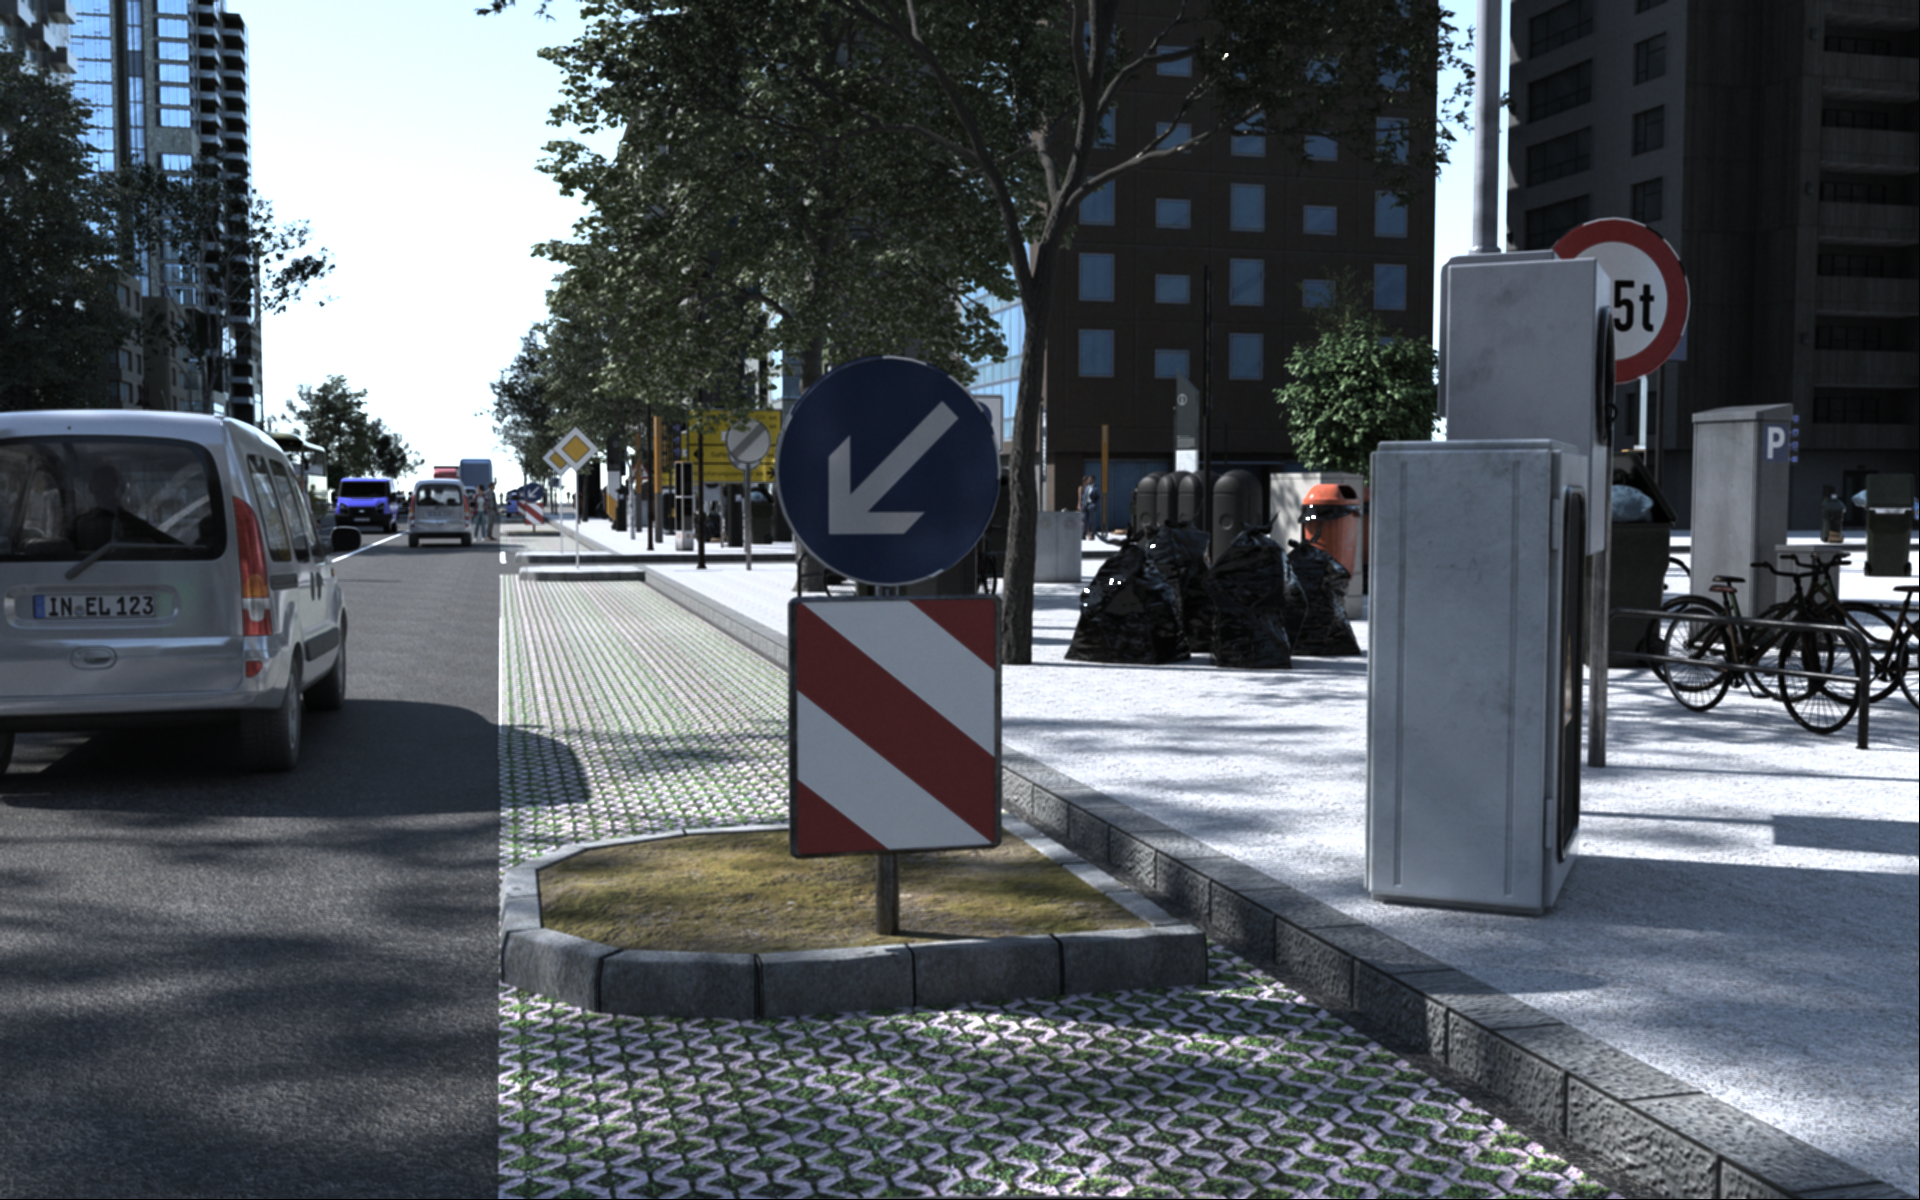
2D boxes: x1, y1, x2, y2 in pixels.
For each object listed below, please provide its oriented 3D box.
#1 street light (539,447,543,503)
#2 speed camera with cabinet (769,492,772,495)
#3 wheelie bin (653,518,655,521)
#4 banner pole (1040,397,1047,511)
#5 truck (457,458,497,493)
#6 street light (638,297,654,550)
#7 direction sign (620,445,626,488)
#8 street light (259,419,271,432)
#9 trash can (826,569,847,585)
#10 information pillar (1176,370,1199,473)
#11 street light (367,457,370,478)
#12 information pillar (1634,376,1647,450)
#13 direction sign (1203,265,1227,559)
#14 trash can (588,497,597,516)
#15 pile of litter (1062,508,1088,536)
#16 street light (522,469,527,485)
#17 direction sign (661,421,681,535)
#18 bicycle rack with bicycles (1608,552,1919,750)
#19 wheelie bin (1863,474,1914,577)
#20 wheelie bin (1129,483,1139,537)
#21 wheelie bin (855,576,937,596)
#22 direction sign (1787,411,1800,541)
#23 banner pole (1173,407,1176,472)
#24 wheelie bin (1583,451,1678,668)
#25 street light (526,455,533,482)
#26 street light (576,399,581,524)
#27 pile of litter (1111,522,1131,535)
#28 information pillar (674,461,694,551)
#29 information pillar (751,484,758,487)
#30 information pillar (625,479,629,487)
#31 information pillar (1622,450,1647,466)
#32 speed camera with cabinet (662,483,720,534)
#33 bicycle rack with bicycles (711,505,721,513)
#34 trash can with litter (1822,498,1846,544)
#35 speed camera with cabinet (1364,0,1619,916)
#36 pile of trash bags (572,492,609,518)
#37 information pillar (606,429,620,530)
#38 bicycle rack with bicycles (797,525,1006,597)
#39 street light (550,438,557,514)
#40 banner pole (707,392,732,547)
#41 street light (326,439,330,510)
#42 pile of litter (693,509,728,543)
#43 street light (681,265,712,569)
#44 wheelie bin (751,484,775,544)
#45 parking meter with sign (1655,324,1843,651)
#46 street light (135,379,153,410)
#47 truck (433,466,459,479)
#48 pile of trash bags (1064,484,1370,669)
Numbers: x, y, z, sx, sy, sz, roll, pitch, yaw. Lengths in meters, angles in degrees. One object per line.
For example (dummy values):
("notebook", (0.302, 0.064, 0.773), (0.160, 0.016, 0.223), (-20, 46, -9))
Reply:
("street light", (-36.127, -10.791, 149.218), (0.468, 5.910, 1.993), (-1, 4, -15))
("speed camera with cabinet", (-11.853, -7.204, 112.114), (0.660, 3.252, 2.038), (-3, 5, -44))
("wheelie bin", (-14.756, -4.558, 82.426), (0.980, 1.594, 0.693), (3, 5, 43))
("banner pole", (2.130, -3.330, 44.458), (0.401, 3.779, 0.863), (-1, 4, -9))
("truck", (-35.031, -8.262, 124.838), (2.967, 4.110, 18.799), (-1, 4, -14))
("street light", (-7.068, -4.073, 39.374), (0.468, 5.910, 1.993), (-1, 4, -15))
("direction sign", (-14.518, -5.029, 74.227), (0.379, 3.537, 0.876), (1, 4, 16))
("street light", (-42.137, -8.061, 104.590), (0.468, 5.910, 1.993), (-1, 4, -15))
("trash can", (-1.906, -0.790, 24.566), (0.748, 1.137, 0.748), (0, 3, 0))
("information pillar", (4.271, -2.526, 32.655), (0.183, 3.616, 0.504), (-3, 5, -45))
("street light", (-64.237, -13.173, 188.164), (0.468, 5.910, 1.993), (-1, 4, -15))
("information pillar", (11.603, -2.338, 29.580), (0.183, 3.616, 0.504), (2, 4, 35))
("direction sign", (2.515, -1.567, 17.612), (0.379, 3.537, 0.876), (1, 4, 12))
("trash can", (-21.080, -5.347, 99.071), (0.748, 1.137, 0.748), (0, 3, 0))
("pile of litter", (3.558, -2.430, 53.700), (1.176, 0.858, 1.719), (3, 5, 40))
("street light", (-57.281, -15.667, 228.939), (0.468, 5.910, 1.993), (-1, 4, -15))
("direction sign", (-9.028, -3.791, 53.974), (0.876, 3.537, 0.379), (2, 4, 31))
("bicycle rack with bicycles", (5.044, 0.203, 10.055), (2.852, 0.926, 2.925), (-1, 4, -23))
("wheelie bin", (14.460, -1.170, 27.042), (0.980, 1.594, 0.693), (2, 4, 24))
("wheelie bin", (5.442, -2.655, 51.318), (0.693, 1.594, 0.980), (-2, 4, -35))
("wheelie bin", (-0.556, -0.461, 15.446), (0.980, 1.594, 0.693), (3, 4, 37))
("direction sign", (22.550, -3.396, 47.520), (0.379, 3.537, 0.876), (-3, 5, -42))
("banner pole", (6.274, -3.667, 49.980), (0.401, 3.779, 0.863), (2, 4, 24))
("wheelie bin", (4.892, -0.309, 12.956), (0.693, 1.594, 0.980), (0, 4, -8))
("street light", (-47.765, -13.472, 193.049), (0.468, 5.910, 1.993), (-1, 4, -15))
("street light", (-16.428, -6.217, 74.437), (0.468, 5.910, 1.993), (-1, 4, -15))
("pile of litter", (5.406, -2.475, 54.433), (1.176, 0.858, 1.719), (-1, 4, -12))
("information pillar", (-6.221, -2.115, 39.070), (0.304, 2.012, 0.304), (-3, 5, -44))
("information pillar", (-9.459, -5.385, 79.398), (0.504, 3.616, 0.183), (2, 4, 28))
("information pillar", (-16.291, -4.939, 85.248), (0.304, 2.012, 0.304), (0, 4, -2))
("information pillar", (11.180, -1.486, 28.788), (0.304, 2.012, 0.304), (0, 4, 2))
("speed camera with cabinet", (-8.678, -3.759, 55.803), (2.038, 3.252, 0.660), (0, 4, -8))
("bicycle rack with bicycles", (-15.356, -5.790, 108.054), (2.852, 0.926, 2.925), (3, 5, 42))
("trash can with litter", (22.918, -2.073, 45.283), (0.624, 1.170, 1.055), (1, 4, 15))
("speed camera with cabinet", (1.946, -0.722, 6.143), (0.660, 3.252, 2.038), (2, 4, 25))
("pile of trash bags", (-19.402, -5.171, 94.297), (3.447, 1.369, 1.912), (-2, 4, -25))
("information pillar", (-12.431, -4.333, 62.192), (0.504, 3.616, 0.183), (-2, 4, -30))
("bicycle rack with bicycles", (-0.422, -0.413, 20.131), (2.852, 0.926, 2.925), (2, 4, 34))
("street light", (-26.944, -8.657, 114.326), (0.468, 5.910, 1.993), (-1, 4, -15))
("banner pole", (-5.847, -3.208, 42.472), (0.863, 3.779, 0.401), (1, 4, 20))
("street light", (-52.443, -10.449, 143.629), (0.468, 5.910, 1.993), (-1, 4, -15))
("pile of litter", (-6.354, -1.980, 46.334), (1.176, 0.858, 1.719), (3, 5, 41))
("street light", (-4.441, -3.474, 29.580), (0.468, 5.910, 1.993), (-1, 4, -15))
("wheelie bin", (-5.115, -2.234, 44.437), (0.693, 1.594, 0.980), (-1, 4, -11))
("parking meter with sign", (6.663, -1.134, 14.801), (0.543, 3.016, 1.738), (-2, 4, -29))
("street light", (-32.803, -5.930, 69.737), (0.468, 5.910, 1.993), (-1, 4, -15))
("truck", (-51.559, -11.334, 174.221), (2.839, 4.237, 11.283), (-1, 4, -14))
("pile of trash bags", (2.432, -0.274, 14.229), (1.912, 1.369, 3.447), (3, 4, 36))
